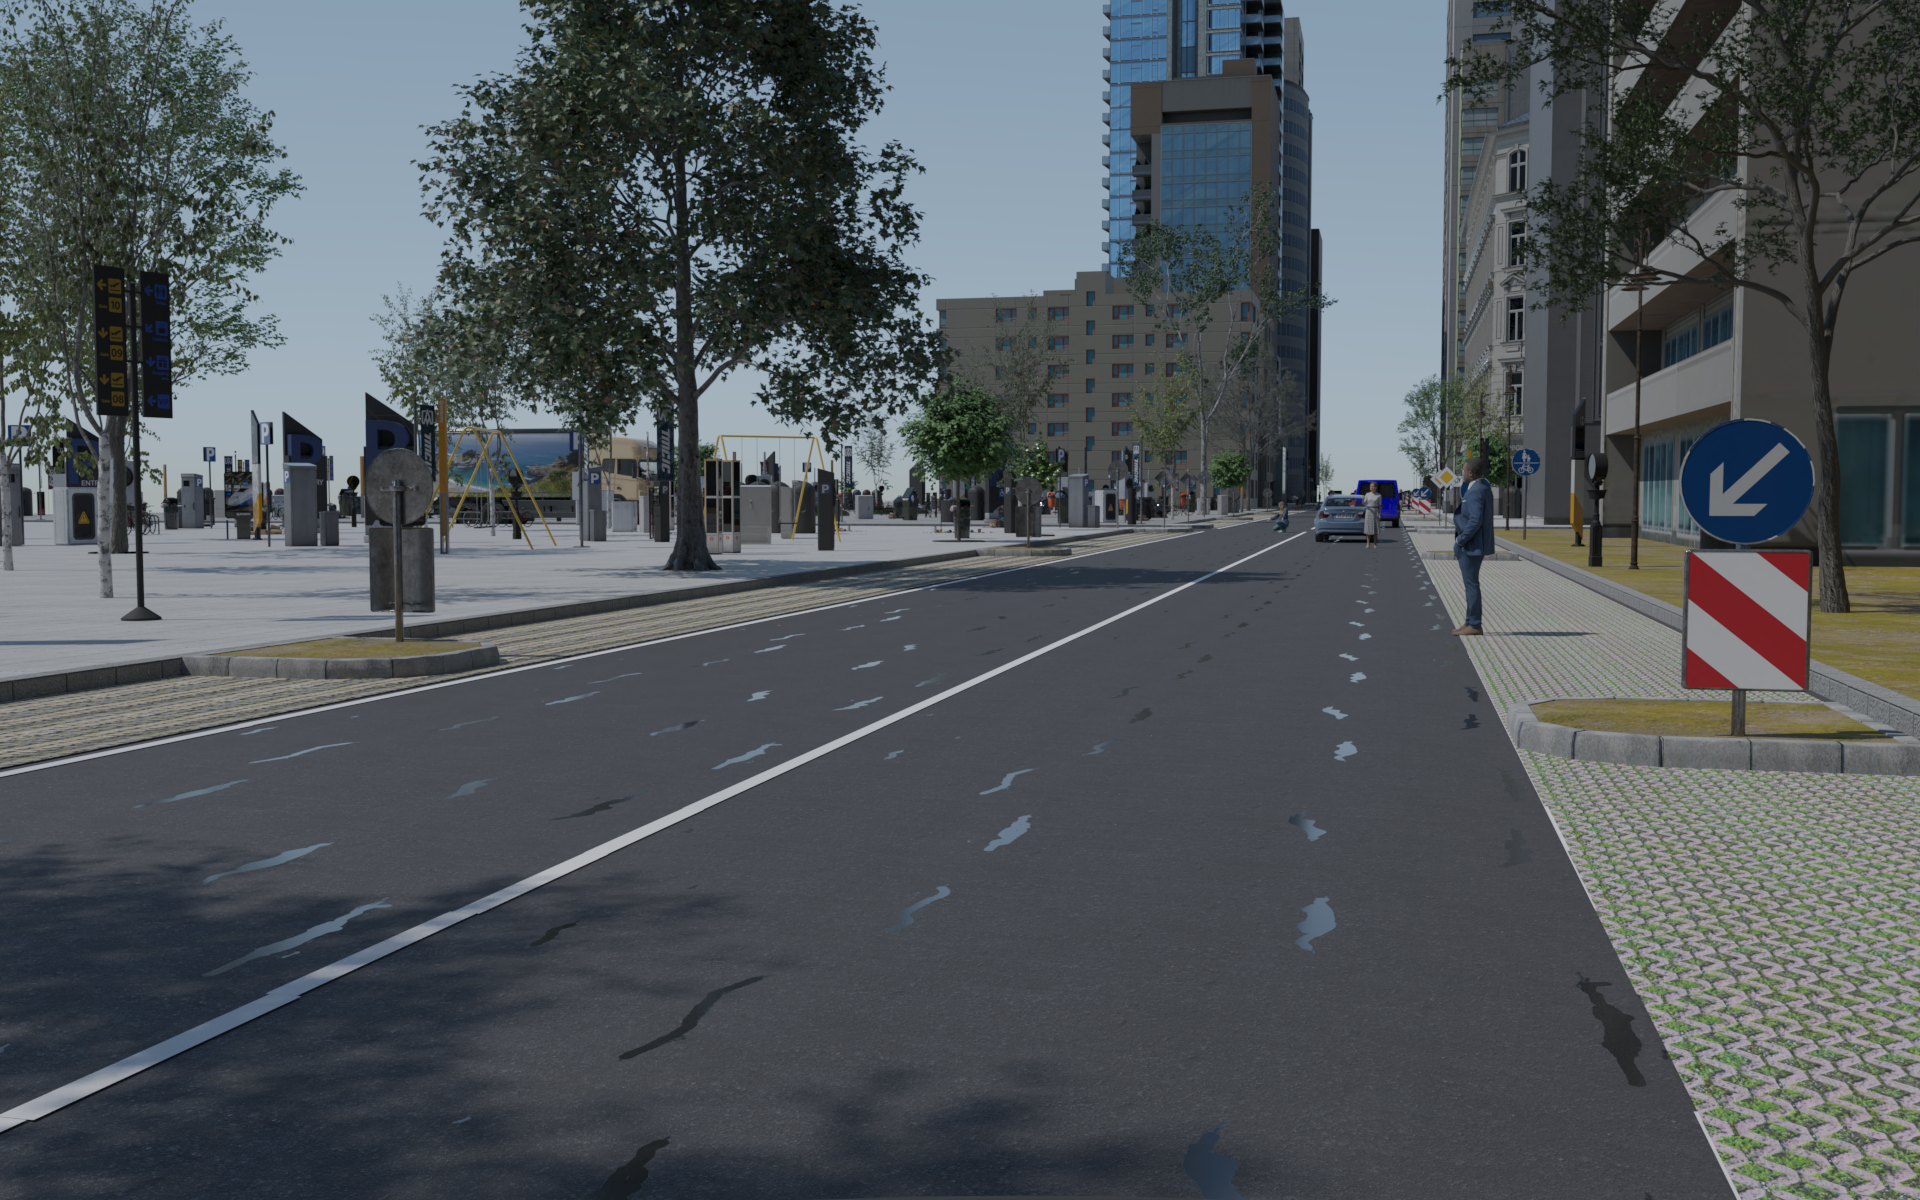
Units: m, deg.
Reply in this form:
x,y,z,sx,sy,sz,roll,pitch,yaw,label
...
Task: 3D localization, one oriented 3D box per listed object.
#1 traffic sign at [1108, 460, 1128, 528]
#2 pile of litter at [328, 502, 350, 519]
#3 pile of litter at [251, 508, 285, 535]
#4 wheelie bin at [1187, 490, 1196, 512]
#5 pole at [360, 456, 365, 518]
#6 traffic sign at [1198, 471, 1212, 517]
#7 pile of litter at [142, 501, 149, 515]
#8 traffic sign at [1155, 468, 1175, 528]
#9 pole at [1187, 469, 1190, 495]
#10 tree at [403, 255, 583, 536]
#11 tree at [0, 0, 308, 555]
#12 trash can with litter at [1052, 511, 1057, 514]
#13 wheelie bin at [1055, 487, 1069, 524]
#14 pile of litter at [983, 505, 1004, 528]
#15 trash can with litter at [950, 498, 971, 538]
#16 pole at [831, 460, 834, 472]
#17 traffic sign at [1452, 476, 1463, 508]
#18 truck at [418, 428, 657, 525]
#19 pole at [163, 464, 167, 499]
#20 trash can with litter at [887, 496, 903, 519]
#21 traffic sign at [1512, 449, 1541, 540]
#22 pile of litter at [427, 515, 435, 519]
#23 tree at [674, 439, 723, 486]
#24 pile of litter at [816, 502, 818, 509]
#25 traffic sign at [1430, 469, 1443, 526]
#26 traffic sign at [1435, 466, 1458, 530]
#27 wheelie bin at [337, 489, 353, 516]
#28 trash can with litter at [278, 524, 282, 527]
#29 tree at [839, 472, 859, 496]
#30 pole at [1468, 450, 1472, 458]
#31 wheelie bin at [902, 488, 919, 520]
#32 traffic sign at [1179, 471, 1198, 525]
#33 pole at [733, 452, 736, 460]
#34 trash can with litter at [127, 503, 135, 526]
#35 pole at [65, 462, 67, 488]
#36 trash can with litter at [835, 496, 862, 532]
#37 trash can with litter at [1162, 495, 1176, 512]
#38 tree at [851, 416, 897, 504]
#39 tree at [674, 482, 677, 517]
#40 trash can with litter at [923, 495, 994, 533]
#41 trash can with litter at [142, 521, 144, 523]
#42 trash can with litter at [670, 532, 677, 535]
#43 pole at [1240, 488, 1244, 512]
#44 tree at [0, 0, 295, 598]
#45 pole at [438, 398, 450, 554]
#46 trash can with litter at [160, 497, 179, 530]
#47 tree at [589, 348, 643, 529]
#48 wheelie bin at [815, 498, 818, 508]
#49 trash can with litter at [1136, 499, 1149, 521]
x,y,z,sx,sy,sz,roll,pitch,yaw,label
5.908,-3.963,64.896,0.768,2.556,0.104,1,4,17,traffic sign
-32.476,-4.657,90.099,1.719,0.858,1.176,3,5,44,pile of litter
-22.023,-2.504,54.901,1.719,0.858,1.176,-2,4,-30,pile of litter
16.203,-6.931,121.226,0.693,1.594,0.980,0,4,6,wheelie bin
-32.064,-6.061,92.946,0.158,3.312,0.155,0,3,0,pole
13.466,-5.829,95.404,0.768,2.556,0.104,1,4,20,traffic sign
-48.790,-5.451,103.081,1.719,0.858,1.176,3,4,36,pile of litter
7.699,-3.760,65.115,0.795,2.450,0.064,1,4,14,traffic sign
18.509,-8.966,140.430,0.158,3.312,0.155,0,3,0,pole
-14.420,-6.250,52.542,4.360,8.622,3.978,0,3,0,tree
-17.969,-6.794,36.830,9.928,11.665,9.643,0,3,0,tree
6.630,-6.330,114.554,1.678,1.210,2.233,-2,4,-27,trash can with litter
4.527,-4.105,75.024,0.693,1.594,0.980,1,4,22,wheelie bin
1.633,-3.174,65.867,1.719,0.858,1.176,1,4,18,pile of litter
0.007,-2.369,50.122,0.624,1.170,1.055,0,4,-2,trash can with litter
-7.643,-6.713,103.597,0.158,3.312,0.155,0,3,0,pole
28.311,-5.903,98.641,0.606,2.300,0.079,1,4,19,traffic sign
-17.816,-5.270,75.084,11.283,4.237,2.839,1,4,14,truck
-54.627,-7.659,119.061,0.158,3.312,0.155,0,3,0,pole
-3.279,-4.813,90.072,0.624,1.170,1.055,2,4,32,trash can with litter
15.855,-2.964,48.560,0.768,2.556,0.104,1,4,18,traffic sign
-28.377,-4.696,90.752,1.719,0.858,1.176,1,4,23,pile of litter
-14.457,-6.754,94.149,4.285,4.588,4.351,0,3,0,tree
-9.015,-5.750,107.984,1.719,0.858,1.176,-3,5,-43,pile of litter
19.511,-4.083,70.404,0.795,2.450,0.064,1,4,14,traffic sign
17.591,-3.609,62.652,0.795,2.450,0.064,1,4,14,traffic sign
-35.696,-5.678,100.748,0.693,1.594,0.980,2,4,32,wheelie bin
-26.310,-3.538,68.905,1.678,1.210,2.233,1,4,10,trash can with litter
-8.490,-8.234,129.227,1.663,3.219,1.824,0,3,0,tree
23.719,-5.310,80.661,0.158,3.312,0.155,0,3,0,pole
-2.416,-4.684,84.483,0.693,1.594,0.980,-3,4,-36,wheelie bin
9.620,-4.234,72.867,0.795,2.450,0.064,1,4,14,traffic sign
-10.831,-5.468,83.248,0.158,3.312,0.155,0,3,0,pole
-33.158,-3.492,68.482,1.055,1.170,0.624,-2,4,-28,trash can with litter
-56.893,-7.119,110.234,0.158,3.312,0.155,0,3,0,pole
-4.301,-2.993,59.990,1.678,1.210,2.233,-1,4,-22,trash can with litter
14.605,-7.082,126.843,2.233,1.210,1.678,1,4,18,trash can with litter
-7.183,-12.063,147.594,4.360,8.622,3.978,0,3,0,tree
-16.131,-6.376,98.846,1.663,3.219,1.824,0,3,0,tree
-0.016,-2.818,57.138,2.233,1.210,1.678,1,4,11,trash can with litter
-34.409,-3.688,71.358,1.678,1.210,2.233,3,5,43,trash can with litter
-8.808,-2.705,55.285,1.678,1.210,2.233,0,4,1,trash can with litter
19.821,-7.820,121.696,0.158,3.312,0.155,0,3,0,pole
-10.550,-4.344,21.389,4.360,8.622,3.978,0,3,0,tree
-11.047,-2.643,37.049,0.158,3.312,0.155,0,3,0,pole
-28.525,-3.123,62.444,0.624,1.170,1.055,-2,4,-30,trash can with litter
-13.249,-6.951,64.006,4.360,8.622,3.978,0,3,0,tree
-11.323,-7.715,134.042,0.980,1.594,0.693,-1,4,-19,wheelie bin
8.539,-4.344,82.407,0.624,1.170,1.055,-3,5,-42,trash can with litter
